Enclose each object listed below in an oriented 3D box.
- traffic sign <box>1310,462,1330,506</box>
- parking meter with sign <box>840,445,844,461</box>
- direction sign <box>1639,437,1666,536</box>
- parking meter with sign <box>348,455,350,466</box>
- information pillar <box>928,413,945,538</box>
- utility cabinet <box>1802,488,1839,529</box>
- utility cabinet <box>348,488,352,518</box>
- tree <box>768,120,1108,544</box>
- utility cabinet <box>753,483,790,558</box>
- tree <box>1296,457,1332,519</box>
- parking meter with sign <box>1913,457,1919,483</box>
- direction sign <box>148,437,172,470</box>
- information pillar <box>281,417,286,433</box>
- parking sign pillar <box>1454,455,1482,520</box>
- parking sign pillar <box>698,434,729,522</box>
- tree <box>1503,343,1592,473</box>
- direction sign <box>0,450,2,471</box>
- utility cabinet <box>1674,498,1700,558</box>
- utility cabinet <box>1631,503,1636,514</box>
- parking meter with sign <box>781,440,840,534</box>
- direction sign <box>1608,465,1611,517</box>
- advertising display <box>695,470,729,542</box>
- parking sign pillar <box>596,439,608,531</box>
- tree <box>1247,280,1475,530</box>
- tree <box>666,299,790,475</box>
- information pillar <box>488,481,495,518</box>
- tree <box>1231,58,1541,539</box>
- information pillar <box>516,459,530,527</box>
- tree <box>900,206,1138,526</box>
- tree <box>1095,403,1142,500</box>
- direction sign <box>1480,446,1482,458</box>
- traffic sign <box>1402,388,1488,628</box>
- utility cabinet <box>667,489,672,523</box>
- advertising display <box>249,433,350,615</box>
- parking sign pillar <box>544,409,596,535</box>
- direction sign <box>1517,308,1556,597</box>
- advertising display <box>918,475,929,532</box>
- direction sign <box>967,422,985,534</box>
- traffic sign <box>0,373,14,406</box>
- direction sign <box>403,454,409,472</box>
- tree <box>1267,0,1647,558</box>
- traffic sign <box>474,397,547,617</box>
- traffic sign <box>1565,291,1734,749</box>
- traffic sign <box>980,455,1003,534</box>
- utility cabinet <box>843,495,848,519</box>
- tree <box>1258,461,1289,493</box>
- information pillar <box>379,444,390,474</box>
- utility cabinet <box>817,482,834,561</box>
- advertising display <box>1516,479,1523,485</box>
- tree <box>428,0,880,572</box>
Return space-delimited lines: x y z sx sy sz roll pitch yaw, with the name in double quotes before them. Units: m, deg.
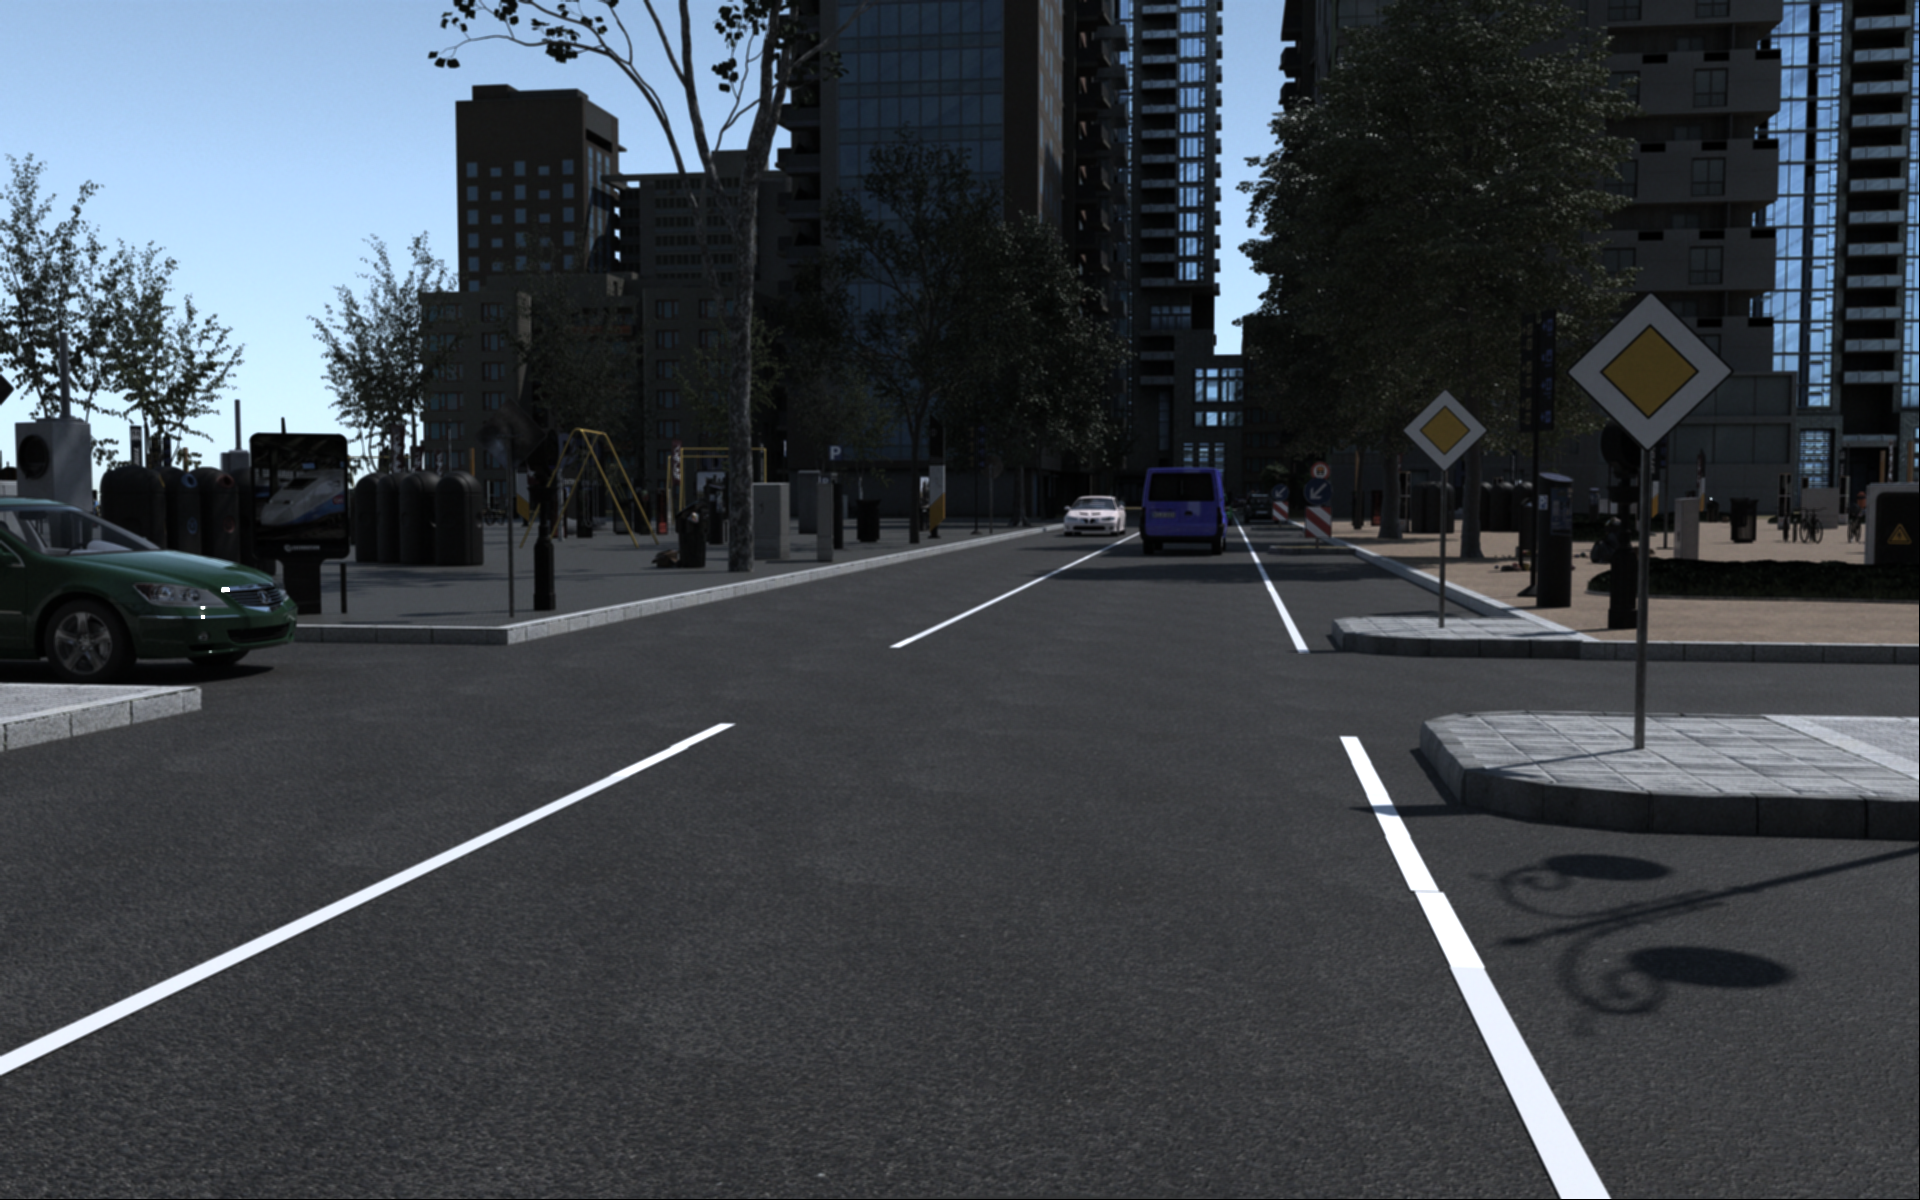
"traffic sign" 14.131 -4.149 67.947 0.768 2.556 0.104 1 4 18
"parking meter with sign" -4.662 -3.969 61.162 0.543 3.016 1.738 1 4 16
"direction sign" 21.271 -3.748 53.279 0.876 3.537 0.379 1 4 11
"parking meter with sign" -27.388 -4.900 76.368 0.543 3.016 1.738 0 4 -4
"information pillar" -0.675 -3.595 50.126 0.504 3.616 0.183 2 4 28
"utility cabinet" 31.400 -3.337 63.234 1.173 1.500 0.318 0 4 4
"utility cabinet" -23.732 -3.688 68.976 1.173 1.500 0.318 -2 4 -28
"tree" -1.373 -6.722 44.323 8.767 10.594 7.601 2 4 29
"utility cabinet" -3.921 -1.570 34.346 1.173 1.500 0.318 3 4 36
"tree" 18.237 -5.778 89.068 1.663 3.219 1.824 0 3 0
"parking meter with sign" 44.563 -5.166 80.726 1.738 3.016 0.543 -3 4 -37
"direction sign" -31.597 -4.683 68.565 0.876 3.537 0.379 1 4 11
"information pillar" -20.691 -3.775 53.074 0.183 3.616 0.504 -1 4 -16
"parking sign pillar" 25.578 -6.038 87.192 1.447 3.967 1.447 2 4 32
"parking sign pillar" -11.307 -5.530 78.884 1.447 3.967 1.447 2 4 34
"tree" 28.181 -8.092 82.672 4.737 8.622 4.395 0 3 0
"direction sign" -49.947 -5.960 89.445 0.876 3.537 0.379 -1 4 -20
"utility cabinet" 12.572 -1.152 29.996 0.306 1.237 1.020 1 4 16
"utility cabinet" 33.884 -4.754 86.398 0.318 1.500 1.173 0 4 -4
"parking meter with sign" -4.848 -3.644 55.835 1.738 3.016 0.543 0 4 1
"direction sign" 25.783 -4.693 68.731 0.379 3.537 0.876 1 4 16
"advertising display" -6.645 -2.521 46.426 0.974 1.923 0.123 2 4 23
"parking sign pillar" -13.181 -4.437 61.020 1.447 3.967 1.447 -1 4 -20
"tree" 14.262 -7.814 62.164 8.767 10.594 7.601 1 4 23
"tree" -8.509 -6.998 64.775 4.737 8.622 4.395 0 3 0
"information pillar" -25.645 -5.522 94.774 0.304 2.012 0.304 -2 4 -26
"tree" 12.385 -8.753 49.771 9.857 13.997 8.962 0 3 0
"information pillar" -17.177 -4.693 68.083 0.504 3.616 0.183 -2 4 -24
"tree" 2.321 -9.328 69.523 9.611 12.733 9.660 0 3 0
"tree" 12.457 -11.582 139.723 4.737 8.622 4.395 0 3 0
"direction sign" 24.250 -5.497 81.877 0.379 3.537 0.876 -3 4 -38
"traffic sign" 4.618 -0.790 16.560 0.795 2.450 0.064 1 4 9
"utility cabinet" -12.706 -4.025 74.491 0.318 1.500 1.173 0 4 7
"advertising display" -7.015 -0.808 18.427 0.974 1.923 0.123 -2 4 -28
"parking sign pillar" -12.764 -4.097 55.452 1.447 3.967 1.447 1 4 18
"direction sign" 7.193 -1.813 21.637 0.379 3.537 0.876 0 4 -7
"advertising display" -1.261 -3.323 59.543 0.123 1.923 0.974 1 4 19
"direction sign" 0.520 -3.863 55.160 0.379 3.537 0.876 -3 4 -38
"traffic sign" -5.865 -0.394 10.089 0.795 2.450 0.064 1 4 9
"direction sign" -31.231 -6.446 97.387 0.876 3.537 0.379 3 4 37
"tree" 9.941 -7.129 34.685 7.486 12.596 7.792 0 3 0
"traffic sign" -4.667 -0.877 17.984 0.795 2.450 0.064 1 4 9
"traffic sign" 3.420 -0.307 8.665 0.795 2.450 0.064 1 4 9
"traffic sign" 1.006 -3.423 56.074 0.768 2.556 0.104 1 4 11
"utility cabinet" -6.172 -4.836 90.228 0.306 1.237 1.020 -2 4 -26
"tree" 30.435 -11.220 167.165 4.285 4.588 4.351 0 3 0
"information pillar" -27.100 -5.521 81.617 0.504 3.616 0.183 0 4 3
"utility cabinet" -2.577 -1.503 33.246 0.318 1.500 1.173 0 4 -4
"advertising display" 24.590 -4.355 76.426 0.123 1.923 0.974 3 4 36
"tree" -4.047 -10.620 29.523 12.611 20.169 13.585 0 3 0
